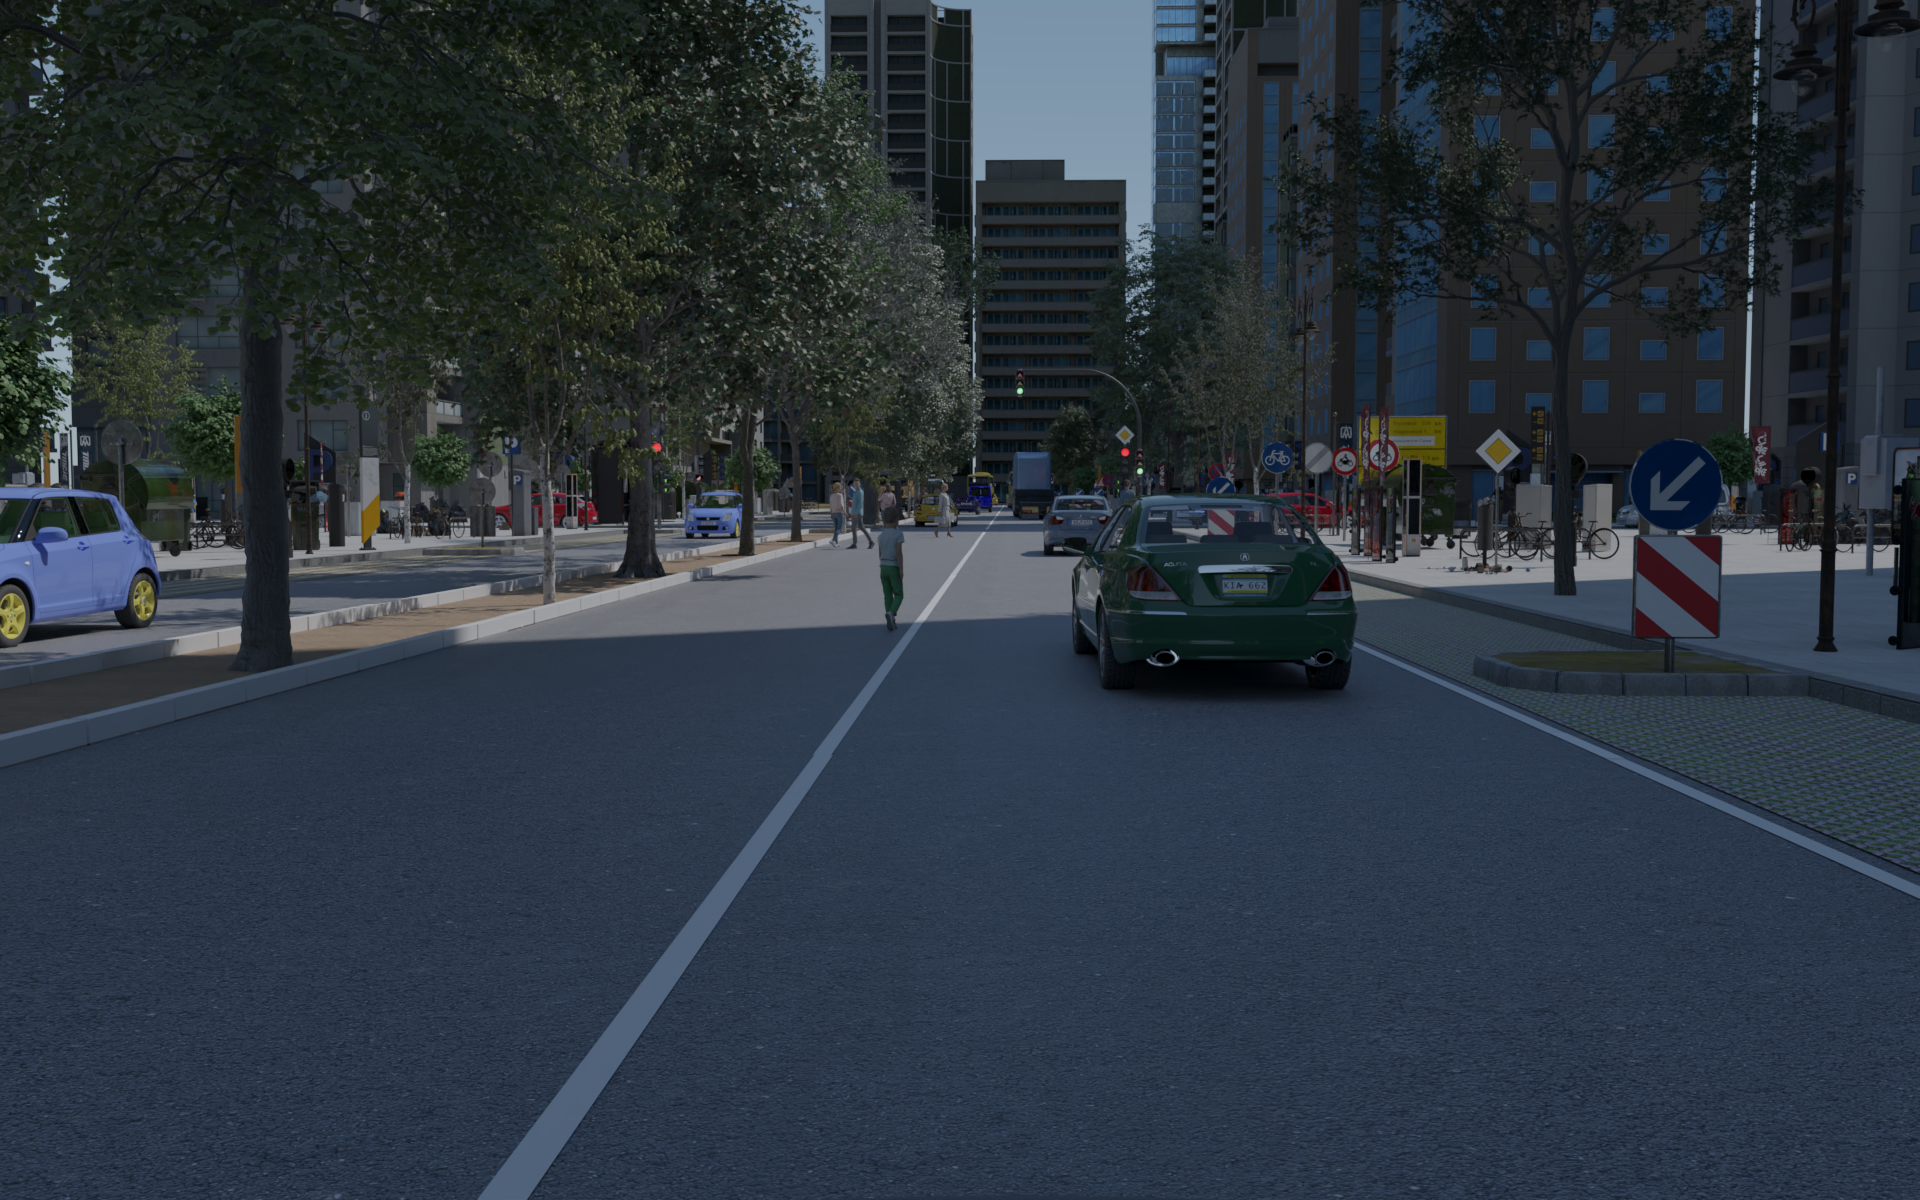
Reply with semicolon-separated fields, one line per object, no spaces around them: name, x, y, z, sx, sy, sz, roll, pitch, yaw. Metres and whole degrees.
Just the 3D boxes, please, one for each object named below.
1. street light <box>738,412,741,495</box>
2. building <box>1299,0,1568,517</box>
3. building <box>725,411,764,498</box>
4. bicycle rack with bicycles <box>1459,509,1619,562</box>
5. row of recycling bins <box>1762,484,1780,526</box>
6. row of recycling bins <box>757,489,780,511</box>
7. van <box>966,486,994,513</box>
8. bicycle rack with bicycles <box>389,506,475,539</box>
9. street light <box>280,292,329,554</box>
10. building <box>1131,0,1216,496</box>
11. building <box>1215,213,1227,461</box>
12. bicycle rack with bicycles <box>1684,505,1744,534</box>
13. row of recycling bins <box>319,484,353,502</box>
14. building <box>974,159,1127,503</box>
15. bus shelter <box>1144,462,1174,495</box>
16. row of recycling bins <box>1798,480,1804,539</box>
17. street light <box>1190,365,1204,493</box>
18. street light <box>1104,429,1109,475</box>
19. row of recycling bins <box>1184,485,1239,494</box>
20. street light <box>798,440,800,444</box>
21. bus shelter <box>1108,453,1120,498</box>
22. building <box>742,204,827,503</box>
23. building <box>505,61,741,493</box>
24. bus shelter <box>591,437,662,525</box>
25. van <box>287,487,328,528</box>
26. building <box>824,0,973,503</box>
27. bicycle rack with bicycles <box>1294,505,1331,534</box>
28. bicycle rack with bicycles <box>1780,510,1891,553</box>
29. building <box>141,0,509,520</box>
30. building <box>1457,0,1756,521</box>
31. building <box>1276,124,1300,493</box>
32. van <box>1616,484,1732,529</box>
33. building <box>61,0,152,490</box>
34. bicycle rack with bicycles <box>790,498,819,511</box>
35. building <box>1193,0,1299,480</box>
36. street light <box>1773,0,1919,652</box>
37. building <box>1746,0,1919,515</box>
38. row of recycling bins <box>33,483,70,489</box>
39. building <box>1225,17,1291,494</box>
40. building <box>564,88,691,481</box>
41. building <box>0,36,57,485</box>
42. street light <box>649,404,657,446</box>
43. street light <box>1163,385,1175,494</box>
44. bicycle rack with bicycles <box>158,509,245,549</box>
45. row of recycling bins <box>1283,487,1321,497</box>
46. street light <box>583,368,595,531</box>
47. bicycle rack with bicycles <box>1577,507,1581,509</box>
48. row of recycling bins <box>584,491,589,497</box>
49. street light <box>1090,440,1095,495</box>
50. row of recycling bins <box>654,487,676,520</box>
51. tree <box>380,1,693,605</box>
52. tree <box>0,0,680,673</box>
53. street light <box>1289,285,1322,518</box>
street light;-12.170;-7.537;96.025;0.468;5.910;1.993;0;4;2
building;30.624;-28.476;115.686;14.600;45.320;14.200;0;4;2
building;-30.414;-26.319;202.018;14.107;30.474;14.160;0;4;2
bicycle rack with bicycles;11.096;-1.274;34.209;2.852;0.926;2.925;-3;5;-40
row of recycling bins;34.258;-3.910;71.037;3.534;1.692;1.069;-2;4;-31
row of recycling bins;-14.391;-7.556;130.661;1.069;1.692;3.534;1;4;12
van;1.560;-8.018;135.482;2.240;2.365;5.245;0;4;1
bicycle rack with bicycles;-15.403;-2.236;49.941;2.852;0.926;2.925;0;4;7
street light;-13.884;-3.914;36.780;0.468;5.910;1.993;0;4;2
building;39.688;-57.486;252.575;31.000;86.520;22.319;0;4;2
building;33.351;-24.943;179.516;14.160;30.474;14.107;0;4;2
bicycle rack with bicycles;24.830;-2.605;55.972;2.925;0.926;2.852;2;4;30
row of recycling bins;-27.414;-4.031;73.014;3.534;1.692;1.069;-2;4;-31
building;12.980;-38.507;253.297;21.600;48.544;21.300;0;4;2
bus shelter;12.936;-7.202;111.678;2.014;3.302;5.546;0;4;2
row of recycling bins;25.645;-2.604;49.691;3.534;1.692;1.069;1;4;11
street light;8.568;-5.480;62.381;0.468;5.910;1.993;0;4;2
street light;10.294;-9.063;120.962;0.468;5.910;1.993;0;4;2
row of recycling bins;12.588;-4.860;86.568;3.534;1.692;1.069;-3;4;-37
street light;-11.355;-9.012;120.130;0.468;5.910;1.993;0;4;2
bus shelter;12.764;-9.957;140.430;2.179;5.291;8.768;0;4;2
building;-33.688;-36.735;255.236;28.867;44.769;22.147;0;4;2
building;-38.022;-36.193;181.001;28.713;52.752;27.495;0;4;2
bus shelter;-14.322;-5.099;74.646;1.731;3.624;6.357;0;4;2
van;-25.962;-3.734;68.069;4.112;2.044;2.013;0;4;3
building;-8.513;-49.842;253.174;20.611;71.187;20.563;0;4;2
bicycle rack with bicycles;10.687;-2.616;56.161;2.925;0.926;2.852;0;4;-4
bicycle rack with bicycles;19.481;-1.547;38.678;2.925;0.926;2.852;-2;4;-26
building;-33.166;-24.962;91.718;14.154;41.232;14.086;0;4;2
building;30.634;-26.833;88.835;14.200;45.320;14.600;0;4;2
building;32.196;-22.417;138.214;14.160;30.474;14.107;0;4;2
van;27.690;-3.685;67.254;4.112;2.044;2.013;0;4;2
building;-42.268;-32.508;120.748;28.713;52.752;27.495;0;4;2
bicycle rack with bicycles;-13.048;-7.973;143.739;2.925;0.926;2.852;-2;4;-28
building;37.953;-46.313;195.469;20.563;71.187;20.611;0;4;2
street light;7.065;-2.518;13.959;0.468;5.910;1.993;0;4;2
building;61.256;-33.746;93.745;28.212;58.520;21.231;0;4;2
row of recycling bins;-34.286;-3.478;63.982;3.534;1.692;1.069;1;4;22
building;33.101;-31.460;164.475;14.600;45.320;14.200;0;4;2
building;-34.321;-43.918;156.308;20.563;71.187;20.611;0;4;2
building;-67.214;-33.755;93.895;28.212;58.520;21.231;0;4;2
street light;-12.802;-6.054;71.765;0.468;5.910;1.993;0;4;2
street light;8.833;-6.148;73.308;0.468;5.910;1.993;0;4;2
bicycle rack with bicycles;-17.373;-1.671;40.697;2.925;0.926;2.852;-1;4;-8
row of recycling bins;20.273;-6.023;105.581;3.534;1.692;1.069;2;4;27
street light;-13.158;-5.382;60.790;0.468;5.910;1.993;0;4;2
bicycle rack with bicycles;17.418;-2.239;49.991;2.852;0.926;2.925;2;4;35
row of recycling bins;-32.433;-8.542;146.772;3.534;1.692;1.069;1;4;19
street light;11.025;-10.520;144.789;0.468;5.910;1.993;0;4;2
row of recycling bins;-14.978;-4.949;88.028;1.069;1.692;3.534;-1;4;-15
tree;-5.249;-4.218;21.790;4.737;8.622;4.395;0;3;0
tree;-5.721;-5.719;14.090;7.486;12.596;7.792;0;3;0
street light;7.662;-4.023;38.559;0.468;5.910;1.993;0;4;2
